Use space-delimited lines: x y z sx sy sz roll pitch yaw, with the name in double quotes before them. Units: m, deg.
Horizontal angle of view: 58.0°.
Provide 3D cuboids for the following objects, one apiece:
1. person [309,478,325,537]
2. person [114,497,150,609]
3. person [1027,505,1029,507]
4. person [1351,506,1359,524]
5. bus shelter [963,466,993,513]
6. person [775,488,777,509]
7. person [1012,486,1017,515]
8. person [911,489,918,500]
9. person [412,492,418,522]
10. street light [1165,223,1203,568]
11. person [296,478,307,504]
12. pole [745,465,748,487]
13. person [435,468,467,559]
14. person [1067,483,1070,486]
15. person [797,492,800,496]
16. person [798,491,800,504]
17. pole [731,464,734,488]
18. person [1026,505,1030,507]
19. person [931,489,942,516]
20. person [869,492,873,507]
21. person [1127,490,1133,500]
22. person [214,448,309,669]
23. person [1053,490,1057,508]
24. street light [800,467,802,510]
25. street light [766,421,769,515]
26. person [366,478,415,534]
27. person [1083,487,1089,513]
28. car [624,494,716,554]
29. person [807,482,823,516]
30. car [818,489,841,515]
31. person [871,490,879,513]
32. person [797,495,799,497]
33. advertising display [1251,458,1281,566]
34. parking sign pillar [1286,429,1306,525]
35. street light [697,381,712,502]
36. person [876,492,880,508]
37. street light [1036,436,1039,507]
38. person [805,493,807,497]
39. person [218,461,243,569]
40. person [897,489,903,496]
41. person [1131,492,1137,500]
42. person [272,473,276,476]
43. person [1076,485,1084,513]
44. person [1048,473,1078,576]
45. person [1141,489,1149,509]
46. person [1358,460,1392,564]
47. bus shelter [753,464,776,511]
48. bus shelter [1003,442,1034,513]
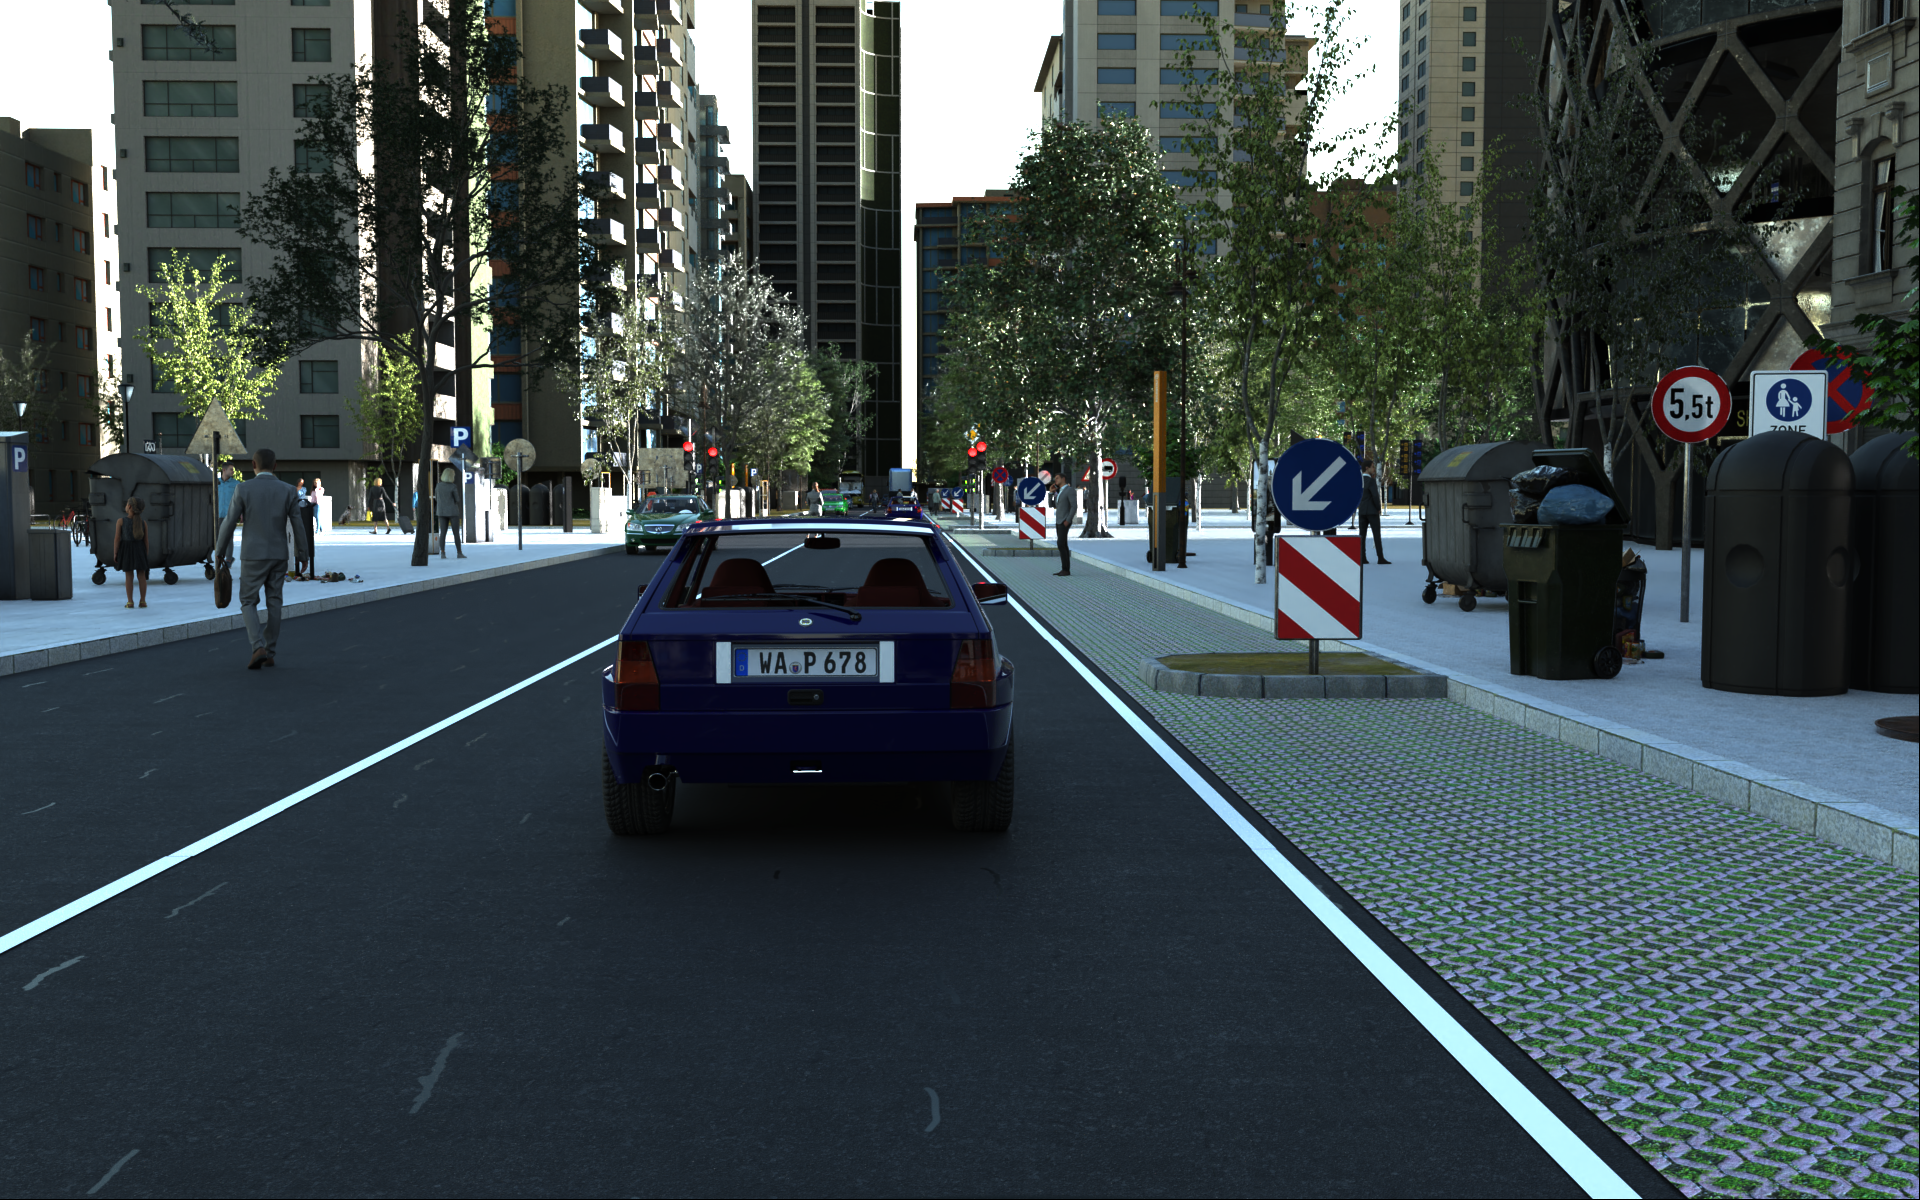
"person" -19.176 -2.757 51.712 0.593 1.750 0.643 2 4 33
"person" -9.308 -0.535 19.459 0.362 1.253 0.373 -3 4 -36
"person" 5.148 -7.849 134.627 0.529 1.795 0.600 1 4 11
"person" 17.352 -4.233 75.441 0.537 1.800 0.526 3 5 43
"bus shelter" 1.307 -7.834 122.013 2.014 3.302 5.546 0 4 -2
"person" -15.665 -8.635 147.313 0.705 1.812 1.348 3 5 42
"person" 3.499 -6.229 108.007 0.853 1.813 0.709 -3 4 -36
"person" -3.381 -7.216 126.577 0.850 1.850 0.679 2 4 32
"person" -20.420 -3.465 65.490 0.601 1.785 0.444 -2 4 -32
"street light" 3.859 -3.493 29.896 0.468 5.910 1.993 0 4 -2
"person" -22.483 -3.229 58.927 0.778 1.811 0.616 3 5 39
"pole" -14.990 -7.815 121.625 0.158 3.312 0.155 0 3 0
"person" -10.213 -1.736 34.608 0.537 1.800 0.526 2 4 24
"person" 5.574 -5.080 89.068 0.822 1.834 0.622 -2 4 -33
"person" -15.487 -9.574 162.555 1.348 1.826 0.705 0 4 3
"person" -17.897 -11.513 195.085 0.742 1.727 0.445 1 4 19
"pole" -15.200 -7.461 115.834 0.158 3.312 0.155 0 3 0
"person" 5.401 -8.408 143.359 0.795 1.843 0.661 -1 4 -12
"person" -1.509 -6.387 113.411 0.782 1.767 0.515 3 5 39
"person" -9.893 -11.252 193.403 0.756 1.711 0.436 3 5 40
"person" 15.122 -8.951 153.856 0.593 1.643 0.415 0 4 7
"person" -5.824 -0.356 14.436 0.709 1.813 0.853 -3 4 -38
"person" 8.656 -9.212 157.591 0.436 1.711 0.756 0 4 -5
"street light" -12.505 -9.979 135.942 0.468 5.910 1.993 0 4 -2
"street light" -11.542 -8.031 104.089 0.468 5.910 1.993 0 4 -2
"person" -18.301 -3.009 55.450 1.509 1.804 0.699 1 4 22
"person" 8.621 -6.913 119.257 0.473 1.802 0.592 -1 4 -19
"car" -7.078 -1.895 42.784 2.131 1.459 4.920 0 4 -1
"person" -4.369 -2.650 52.100 0.520 1.790 0.573 0 4 -4
"car" -9.204 -6.775 119.450 2.281 1.827 5.304 0 4 -2
"person" -6.364 -7.411 130.092 0.534 1.772 0.576 2 4 34
"person" -20.675 -12.840 216.686 1.217 1.736 0.721 2 4 29
"advertising display" 5.501 -1.584 31.116 0.123 1.923 0.974 -1 4 -15
"parking sign pillar" 14.164 -5.058 71.177 1.447 3.967 1.447 2 4 31
"street light" -10.464 -6.007 71.000 0.468 5.910 1.993 0 4 -2
"person" -8.231 -9.990 173.300 0.415 1.643 0.593 1 4 11
"street light" 2.782 -5.472 62.252 0.468 5.910 1.993 0 4 -2
"person" -18.587 -12.266 207.373 1.217 1.735 0.721 0 4 -4
"person" -12.590 -1.463 29.833 0.638 1.841 0.748 0 4 3
"person" -4.017 -6.637 117.190 0.511 1.800 0.466 2 4 32
"person" 15.391 -8.917 155.063 0.991 1.433 0.599 -1 4 -22
"person" -15.766 -2.022 39.645 0.362 1.759 0.519 0 4 5
"person" 8.044 -6.834 117.136 0.474 1.900 0.648 -2 4 -35
"person" 1.788 -1.322 30.292 0.473 1.802 0.592 0 4 -7
"person" 16.496 -8.956 152.430 1.348 1.831 0.705 -2 4 -27
"person" 7.564 -1.617 31.840 0.474 1.900 0.648 -2 4 -35
"bus shelter" -15.376 -8.985 138.185 1.731 3.624 6.357 0 4 -2
"bus shelter" 3.850 -8.773 121.071 2.179 5.291 8.768 0 4 -2
